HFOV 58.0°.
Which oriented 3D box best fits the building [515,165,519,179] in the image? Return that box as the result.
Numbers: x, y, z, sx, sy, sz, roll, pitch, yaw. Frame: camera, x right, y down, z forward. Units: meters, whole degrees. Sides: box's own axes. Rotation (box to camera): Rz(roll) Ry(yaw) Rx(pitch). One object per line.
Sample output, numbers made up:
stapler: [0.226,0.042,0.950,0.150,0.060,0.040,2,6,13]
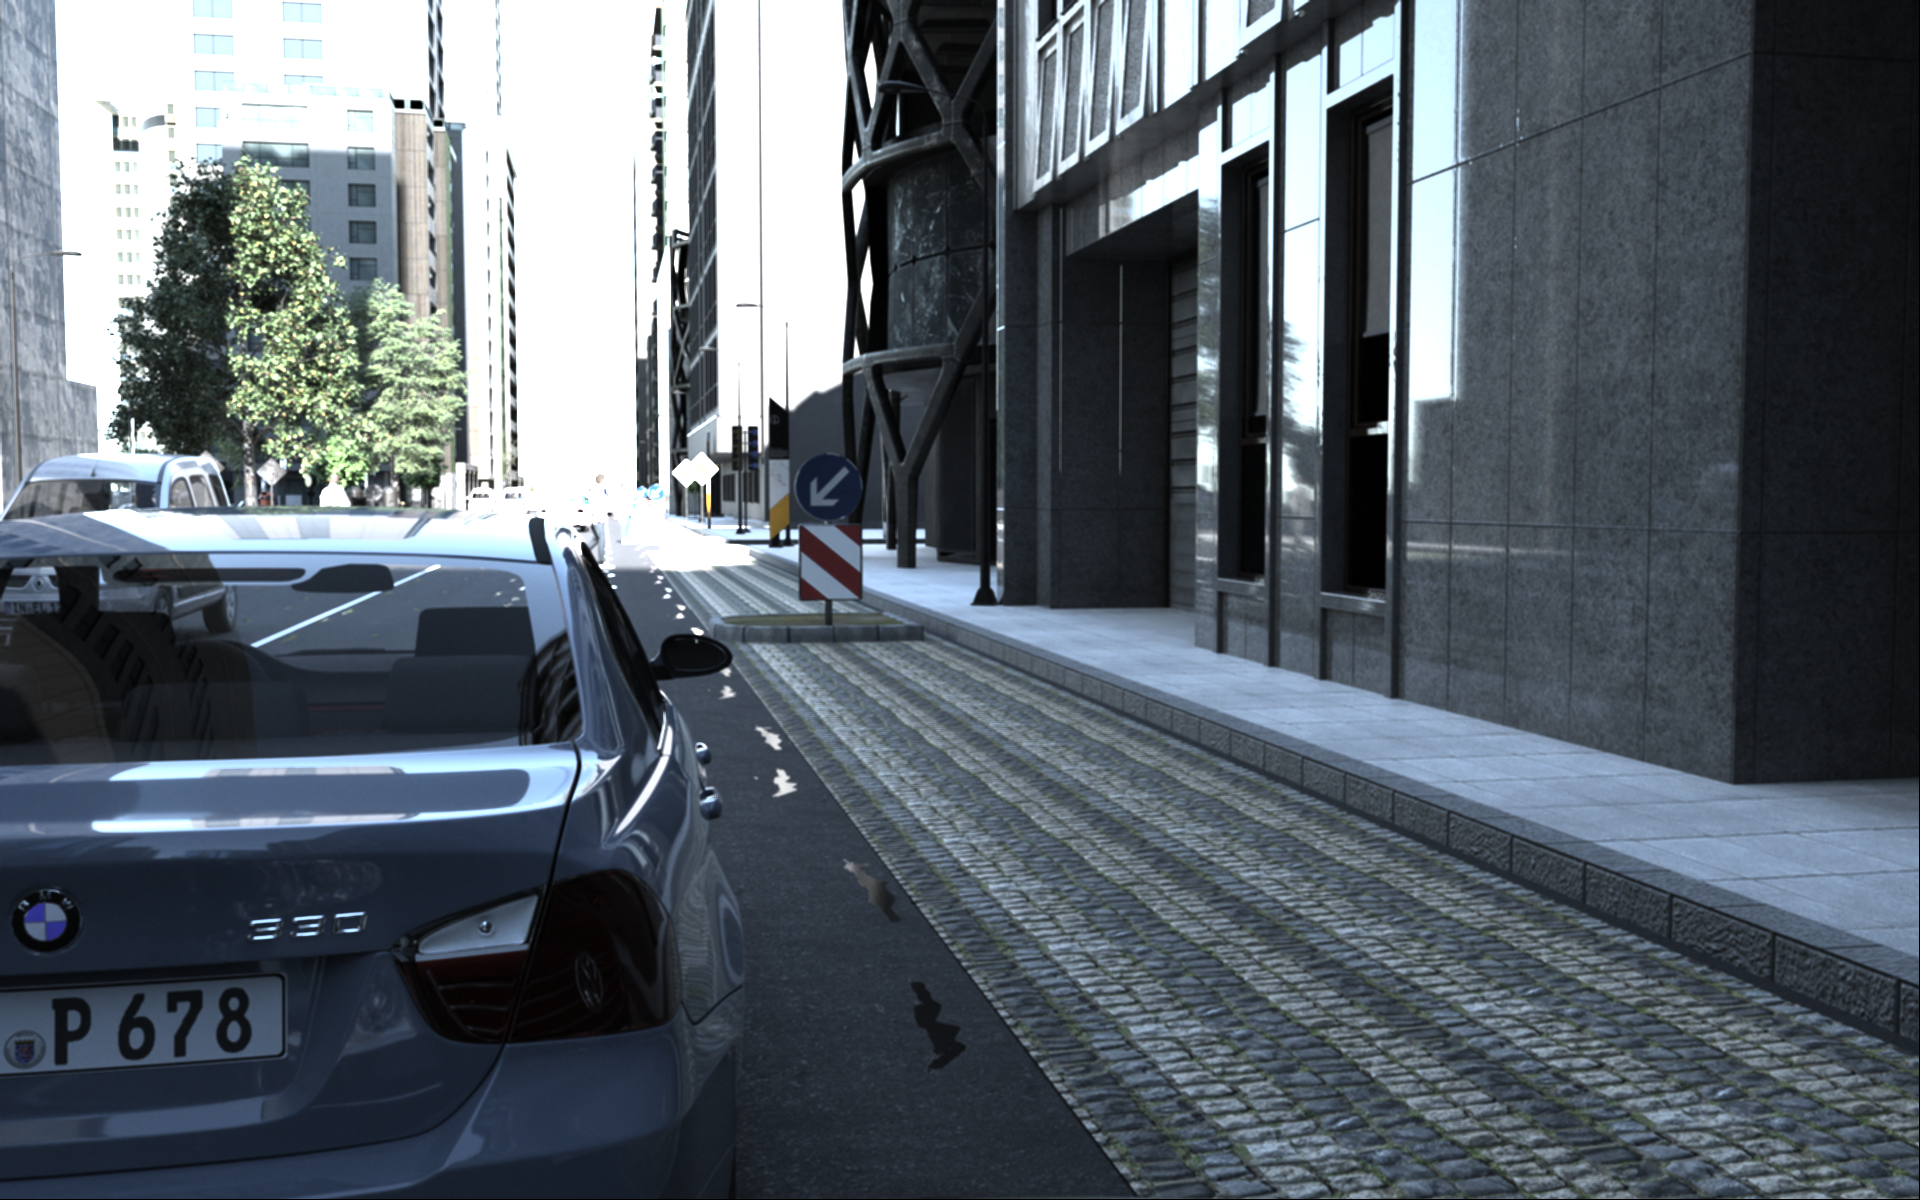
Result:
building: [-79.642,-40.648,253.836,28.713,52.752,27.495,-1,4,-12]

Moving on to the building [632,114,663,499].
building: [-30.254,-36.427,219.286,21.300,48.544,21.600,-1,4,-12]

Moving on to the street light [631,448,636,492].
street light: [-32.251,-12.395,175.205,1.470,5.913,1.316,-1,4,-12]

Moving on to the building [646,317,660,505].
building: [-19.213,-20.849,185.919,27.650,21.520,28.899,-1,4,-12]

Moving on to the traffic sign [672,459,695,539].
traffic sign: [-7.857,-2.821,49.767,0.795,2.450,0.064,-1,4,-12]

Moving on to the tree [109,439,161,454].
tree: [-48.869,-7.273,102.623,4.285,4.588,4.351,0,3,0]

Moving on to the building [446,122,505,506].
building: [-56.477,-30.638,184.521,14.154,41.232,14.086,-1,4,-12]

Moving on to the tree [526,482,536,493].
tree: [-68.628,-17.279,277.109,1.663,3.219,1.824,0,3,0]

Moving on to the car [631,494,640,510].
car: [-26.119,-7.886,137.736,1.959,1.807,4.718,-1,4,-12]

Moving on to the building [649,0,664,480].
building: [-16.480,-30.686,156.338,22.147,44.769,28.867,-1,4,-12]

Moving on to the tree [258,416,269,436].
tree: [-48.314,-10.159,116.468,4.737,8.622,4.395,0,3,0]

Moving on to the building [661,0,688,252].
building: [-15.985,-27.588,134.662,14.154,41.232,14.086,-1,4,-12]

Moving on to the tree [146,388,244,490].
tree: [-41.370,-8.663,91.997,4.737,8.622,4.395,0,3,0]

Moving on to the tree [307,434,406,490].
tree: [-28.923,-5.924,80.569,4.285,4.588,4.351,0,3,0]

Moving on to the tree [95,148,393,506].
tree: [-23.931,-8.611,57.802,9.611,12.733,9.660,0,3,0]

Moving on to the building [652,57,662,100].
building: [-34.158,-57.015,244.863,22.319,86.520,31.000,-1,4,-12]

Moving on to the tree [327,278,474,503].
tree: [-33.229,-11.931,101.724,9.857,13.997,8.962,0,3,0]

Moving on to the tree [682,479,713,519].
tree: [-13.590,-5.767,88.889,1.663,3.219,1.824,0,3,0]

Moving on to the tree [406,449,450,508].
tree: [-35.548,-8.012,114.709,4.285,4.588,4.351,0,3,0]

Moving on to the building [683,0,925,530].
building: [-4.070,-17.180,74.408,14.314,27.812,24.014,-1,4,-12]

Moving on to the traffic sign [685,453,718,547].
traffic sign: [-6.245,-2.343,41.946,0.795,2.450,0.064,-1,4,-12]

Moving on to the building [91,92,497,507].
building: [-61.157,-28.861,163.755,32.217,40.220,23.993,-1,4,-12]

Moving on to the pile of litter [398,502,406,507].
pile of litter: [-31.559,-5.101,97.364,1.719,0.858,1.176,2,4,30]

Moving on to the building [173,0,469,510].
building: [-50.777,-43.006,141.400,20.563,71.187,20.611,-1,4,-12]

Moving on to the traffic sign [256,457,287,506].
traffic sign: [-18.875,-2.684,47.526,0.795,2.450,0.064,-1,4,-12]

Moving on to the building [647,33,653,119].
building: [-40.135,-50.896,270.400,20.563,71.187,20.611,-1,4,-12]

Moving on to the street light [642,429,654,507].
street light: [-22.934,-9.654,130.391,1.470,5.913,1.316,-1,4,-12]

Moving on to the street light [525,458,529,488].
street light: [-57.128,-15.496,225.897,1.470,5.913,1.316,-1,4,-12]

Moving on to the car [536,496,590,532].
car: [-15.249,-3.320,66.636,2.083,1.381,4.827,-1,4,-11]

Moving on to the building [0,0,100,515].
building: [-27.425,-35.883,24.944,20.611,71.187,20.563,-1,4,-12]

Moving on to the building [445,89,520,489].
building: [-65.288,-35.879,210.316,21.300,48.544,21.600,-1,4,-12]

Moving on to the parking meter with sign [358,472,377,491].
parking meter with sign: [-40.018,-7.330,116.099,1.738,3.016,0.543,-2,4,-28]

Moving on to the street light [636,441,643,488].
street light: [-27.534,-11.026,152.810,1.470,5.913,1.316,-1,4,-12]

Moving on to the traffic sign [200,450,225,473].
traffic sign: [-17.263,-2.206,39.705,0.795,2.450,0.064,-1,4,-12]

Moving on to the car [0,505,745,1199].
car: [-1.521,0.479,4.176,2.014,1.417,4.499,-1,4,-12]

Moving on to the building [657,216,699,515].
building: [-14.673,-15.986,116.118,10.420,20.320,16.860,-1,4,-12]

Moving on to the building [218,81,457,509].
building: [-44.715,-21.668,125.981,14.160,30.474,14.107,-1,4,-12]

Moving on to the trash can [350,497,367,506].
trash can: [-26.944,-4.039,77.690,0.748,1.137,0.748,0,3,0]

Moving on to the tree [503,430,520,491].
tree: [-51.913,-15.040,196.258,4.360,8.622,3.978,0,3,0]

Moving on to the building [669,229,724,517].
building: [-8.308,-14.242,100.316,16.820,18.784,16.811,-1,4,-12]

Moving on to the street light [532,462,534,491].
street light: [-61.774,-16.883,248.579,1.470,5.913,1.316,-1,4,-12]

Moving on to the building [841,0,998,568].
building: [5.881,-10.250,35.045,16.820,18.784,16.811,-1,4,-12]

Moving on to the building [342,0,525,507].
building: [-69.213,-48.480,230.904,20.563,71.187,20.611,-1,4,-12]

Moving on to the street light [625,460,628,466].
street light: [-39.892,-14.627,211.689,1.470,5.913,1.316,-1,4,-12]

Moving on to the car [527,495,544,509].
car: [-35.886,-8.174,146.002,2.083,1.381,4.827,-1,4,-13]

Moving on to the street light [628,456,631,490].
street light: [-36.986,-13.828,198.631,1.470,5.913,1.316,-1,4,-12]

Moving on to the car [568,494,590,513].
car: [-21.239,-5.193,96.704,2.131,1.459,4.920,-1,4,-11]

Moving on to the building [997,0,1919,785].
building: [8.313,-11.799,10.938,12.078,24.808,19.932,-1,4,-12]

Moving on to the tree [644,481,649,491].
tree: [-36.852,-12.991,207.007,1.663,3.219,1.824,0,3,0]

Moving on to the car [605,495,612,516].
car: [-24.044,-6.266,114.809,2.083,1.381,4.827,-1,4,-13]

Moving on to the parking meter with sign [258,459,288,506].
parking meter with sign: [-33.512,-5.366,83.997,0.543,3.016,1.738,3,4,38]
